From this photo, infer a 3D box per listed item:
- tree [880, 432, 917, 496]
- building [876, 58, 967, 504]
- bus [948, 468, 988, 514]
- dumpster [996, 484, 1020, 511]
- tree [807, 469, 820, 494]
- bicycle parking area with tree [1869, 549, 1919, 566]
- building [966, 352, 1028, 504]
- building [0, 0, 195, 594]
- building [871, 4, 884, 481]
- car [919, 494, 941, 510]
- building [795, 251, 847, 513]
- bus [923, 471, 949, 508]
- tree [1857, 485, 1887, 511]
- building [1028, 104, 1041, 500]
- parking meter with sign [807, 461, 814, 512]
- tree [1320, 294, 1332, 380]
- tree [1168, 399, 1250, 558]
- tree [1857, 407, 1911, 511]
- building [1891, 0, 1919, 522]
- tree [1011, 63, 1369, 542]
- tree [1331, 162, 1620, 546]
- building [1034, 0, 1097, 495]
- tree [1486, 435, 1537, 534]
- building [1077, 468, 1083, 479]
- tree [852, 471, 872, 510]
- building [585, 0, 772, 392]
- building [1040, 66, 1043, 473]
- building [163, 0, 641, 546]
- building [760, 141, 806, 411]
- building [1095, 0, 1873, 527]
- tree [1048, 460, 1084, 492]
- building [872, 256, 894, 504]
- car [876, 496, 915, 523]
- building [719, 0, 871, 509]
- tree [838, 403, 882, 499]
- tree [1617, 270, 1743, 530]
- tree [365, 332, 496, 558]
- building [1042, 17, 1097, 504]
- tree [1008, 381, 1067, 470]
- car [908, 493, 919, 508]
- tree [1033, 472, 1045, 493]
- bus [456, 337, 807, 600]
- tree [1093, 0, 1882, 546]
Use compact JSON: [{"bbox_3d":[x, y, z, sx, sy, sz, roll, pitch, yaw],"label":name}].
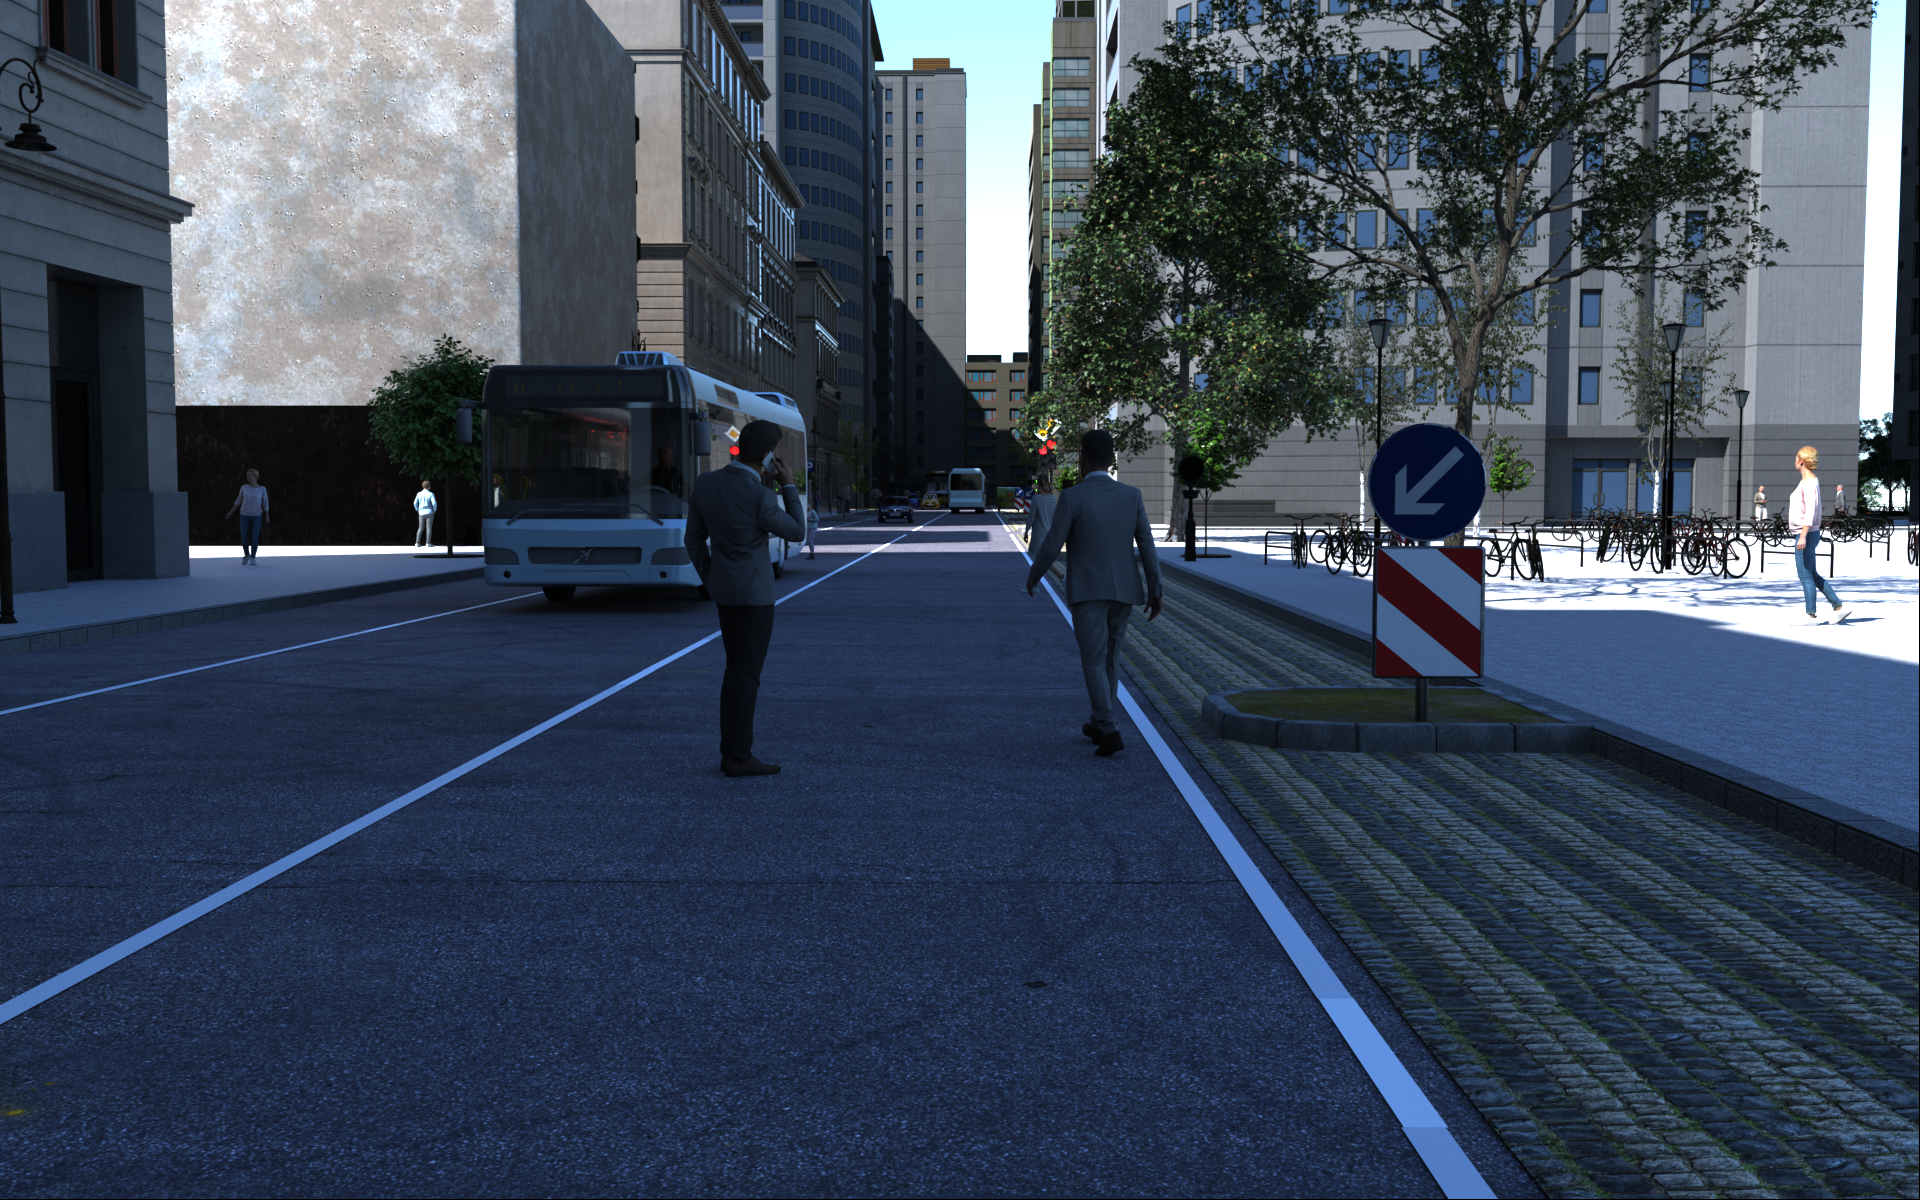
[{"bbox_3d":[-7.139,-15.356,201.430,4.360,8.622,3.978,0,3,0],"label":"tree"},{"bbox_3d":[-13.179,-42.554,237.750,28.212,58.520,21.231,0,4,1],"label":"building"},{"bbox_3d":[0.616,-8.307,130.681,2.948,3.499,13.247,0,4,1],"label":"bus"},{"bbox_3d":[4.218,-9.092,153.602,1.985,2.255,1.502,0,4,1],"label":"dumpster"},{"bbox_3d":[-8.615,-6.310,97.777,1.663,3.219,1.824,0,3,0],"label":"tree"},{"bbox_3d":[20.596,-2.667,30.605,8.231,4.147,9.016,2,4,31],"label":"bicycle parking area with tree"},{"bbox_3d":[15.405,-24.207,240.823,28.899,21.520,27.650,0,4,1],"label":"building"},{"bbox_3d":[-18.412,-13.934,15.214,14.401,28.519,23.554,0,4,1],"label":"building"},{"bbox_3d":[-22.994,-36.388,184.178,28.713,52.752,27.495,0,4,1],"label":"building"},{"bbox_3d":[-2.687,-8.942,156.424,2.015,1.641,3.980,0,4,-1],"label":"car"},{"bbox_3d":[-14.080,-15.878,124.227,10.561,19.102,19.286,0,4,1],"label":"building"},{"bbox_3d":[-2.226,-11.900,186.105,2.896,3.916,12.252,0,4,2],"label":"bus"},{"bbox_3d":[61.845,-14.107,132.470,13.155,14.587,18.604,0,4,-4],"label":"tree"},{"bbox_3d":[19.032,-35.617,206.045,21.300,48.544,21.600,0,4,1],"label":"building"},{"bbox_3d":[-8.148,-5.837,91.688,0.543,3.016,1.738,0,4,7],"label":"parking meter with sign"},{"bbox_3d":[13.333,-6.482,56.338,4.360,8.622,3.978,0,3,0],"label":"tree"},{"bbox_3d":[5.115,-2.478,35.109,1.663,3.219,1.824,0,3,0],"label":"tree"},{"bbox_3d":[61.630,-8.921,108.763,11.467,7.101,20.602,0,4,-6],"label":"tree"},{"bbox_3d":[49.784,-18.389,72.359,14.107,30.474,14.160,0,4,1],"label":"building"},{"bbox_3d":[6.008,-7.893,46.056,9.611,12.733,9.660,0,3,0],"label":"tree"},{"bbox_3d":[10.970,-5.297,36.968,4.360,8.622,3.978,0,3,0],"label":"tree"},{"bbox_3d":[18.509,-45.629,184.293,20.563,71.187,20.611,0,4,1],"label":"building"},{"bbox_3d":[17.655,-3.780,56.398,1.663,3.219,1.824,0,3,0],"label":"tree"},{"bbox_3d":[23.887,-25.975,116.573,32.217,40.220,23.993,0,4,1],"label":"building"},{"bbox_3d":[-8.115,-9.035,142.328,1.663,3.219,1.824,0,3,0],"label":"tree"},{"bbox_3d":[-16.382,-17.314,80.345,12.463,27.353,25.104,0,4,1],"label":"building"},{"bbox_3d":[14.763,-29.603,167.596,14.154,41.232,14.086,0,4,1],"label":"building"},{"bbox_3d":[-18.980,-11.198,50.539,16.811,18.784,16.820,0,4,1],"label":"building"},{"bbox_3d":[-15.615,-16.766,102.995,11.050,23.489,19.941,0,4,1],"label":"building"},{"bbox_3d":[20.676,-32.637,75.611,28.212,58.520,21.231,0,4,1],"label":"building"},{"bbox_3d":[6.048,-6.389,99.056,1.663,3.219,1.824,0,3,0],"label":"tree"},{"bbox_3d":[-15.113,-26.862,210.897,14.107,30.474,14.160,0,4,1],"label":"building"},{"bbox_3d":[-3.201,-4.548,86.934,1.945,1.354,3.894,0,4,0],"label":"car"},{"bbox_3d":[-19.387,-37.563,156.150,21.231,58.520,28.212,0,4,1],"label":"building"},{"bbox_3d":[-8.634,-11.471,137.920,4.737,8.622,4.395,0,3,0],"label":"tree"},{"bbox_3d":[23.148,-6.516,56.906,4.360,8.622,3.978,0,3,0],"label":"tree"},{"bbox_3d":[-10.311,-3.149,35.193,4.285,4.588,4.351,0,3,0],"label":"tree"},{"bbox_3d":[14.856,-28.691,152.693,14.154,41.232,14.086,0,4,1],"label":"building"},{"bbox_3d":[7.361,-12.276,135.120,7.601,10.594,8.767,-1,4,-23],"label":"tree"},{"bbox_3d":[-5.206,-10.547,182.039,1.945,1.707,3.694,0,4,0],"label":"car"},{"bbox_3d":[6.010,-8.140,127.690,1.663,3.219,1.824,0,3,0],"label":"tree"},{"bbox_3d":[-4.317,-1.916,26.187,2.948,3.499,13.247,0,4,1],"label":"bus"},{"bbox_3d":[5.718,-5.218,19.724,8.767,10.594,7.601,0,4,3],"label":"tree"}]
